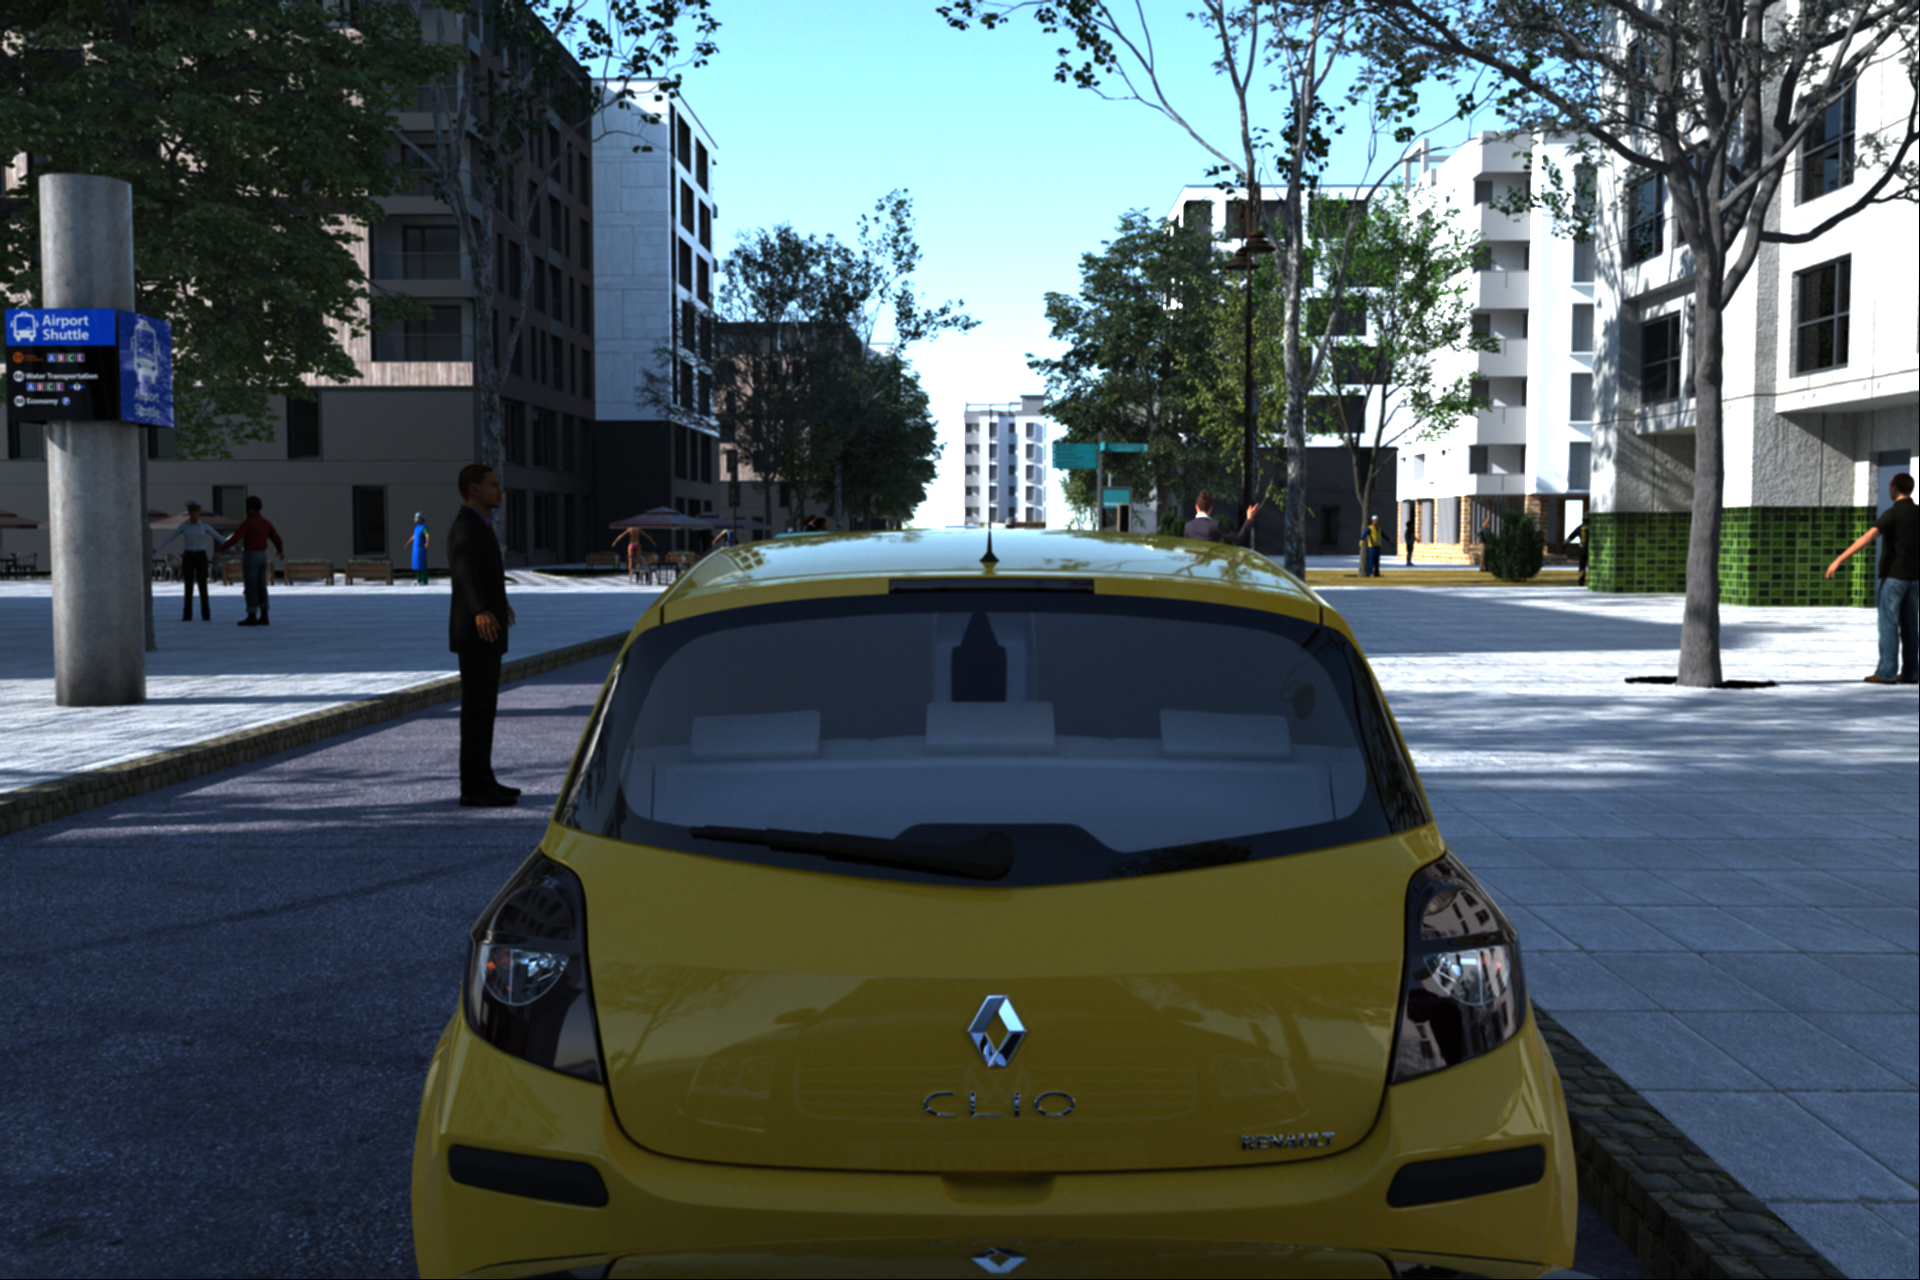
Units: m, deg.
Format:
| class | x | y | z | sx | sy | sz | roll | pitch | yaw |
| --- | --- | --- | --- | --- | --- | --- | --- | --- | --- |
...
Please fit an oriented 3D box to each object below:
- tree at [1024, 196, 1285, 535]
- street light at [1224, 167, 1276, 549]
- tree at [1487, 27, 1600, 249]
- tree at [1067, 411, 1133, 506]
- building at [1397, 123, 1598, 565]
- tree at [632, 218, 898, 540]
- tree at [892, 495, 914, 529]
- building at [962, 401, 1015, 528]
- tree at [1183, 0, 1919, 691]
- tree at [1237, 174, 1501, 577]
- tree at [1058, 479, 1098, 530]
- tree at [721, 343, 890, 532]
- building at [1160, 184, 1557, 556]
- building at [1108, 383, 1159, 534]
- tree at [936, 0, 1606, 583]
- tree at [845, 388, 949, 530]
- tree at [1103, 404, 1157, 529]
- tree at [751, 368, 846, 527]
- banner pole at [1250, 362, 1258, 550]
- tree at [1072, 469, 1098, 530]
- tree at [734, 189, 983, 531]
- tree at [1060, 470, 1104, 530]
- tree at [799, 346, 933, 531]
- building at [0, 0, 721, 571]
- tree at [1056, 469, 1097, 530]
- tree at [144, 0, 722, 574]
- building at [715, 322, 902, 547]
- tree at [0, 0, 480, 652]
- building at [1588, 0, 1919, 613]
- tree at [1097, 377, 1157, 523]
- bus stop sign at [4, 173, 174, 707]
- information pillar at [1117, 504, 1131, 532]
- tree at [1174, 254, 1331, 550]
| class | x | y | z | sx | sy | sz | roll | pitch | yaw |
| --- | --- | --- | --- | --- | --- | --- | --- | --- | --- |
| tree | 7.577 | -9.716 | 65.516 | 9.857 | 13.997 | 8.962 | 0 | 3 | 0 |
| street light | 3.714 | -3.031 | 22.348 | 0.468 | 5.910 | 1.993 | 0 | 4 | 2 |
| tree | 25.562 | -12.605 | 61.984 | 12.611 | 20.169 | 13.585 | 0 | 3 | 0 |
| tree | 8.360 | -8.958 | 96.825 | 4.737 | 8.622 | 4.395 | 0 | 3 | 0 |
| building | 26.713 | -13.922 | 84.050 | 16.016 | 20.090 | 11.380 | 0 | 4 | 1 |
| tree | -7.540 | -9.637 | 67.941 | 12.009 | 13.543 | 11.850 | 0 | 3 | 0 |
| tree | -5.486 | -12.149 | 149.001 | 4.737 | 8.622 | 4.395 | 0 | 3 | 0 |
| building | 0.699 | -23.207 | 238.306 | 11.380 | 20.090 | 16.016 | 0 | 4 | -4 |
| tree | 6.281 | -6.348 | 14.163 | 12.009 | 13.543 | 11.850 | 0 | 3 | 0 |
| tree | 12.053 | -7.692 | 51.520 | 9.928 | 11.665 | 9.643 | 0 | 3 | 0 |
| tree | 18.409 | -19.987 | 237.163 | 12.009 | 13.543 | 11.850 | 0 | 3 | 0 |
| tree | -7.559 | -9.156 | 84.110 | 8.767 | 10.594 | 7.601 | 0 | 4 | 0 |
| building | 27.343 | -16.750 | 117.842 | 27.936 | 21.610 | 32.646 | 0 | 4 | 1 |
| building | 26.887 | -21.059 | 210.775 | 16.747 | 18.905 | 31.486 | 0 | 4 | 1 |
| tree | 5.651 | -10.806 | 32.571 | 12.611 | 20.169 | 13.585 | 0 | 3 | 0 |
| tree | -5.693 | -14.262 | 139.840 | 9.857 | 13.997 | 8.962 | 0 | 3 | 0 |
| tree | 8.118 | -8.444 | 88.420 | 4.360 | 8.622 | 3.978 | 0 | 3 | 0 |
| tree | -7.206 | -7.717 | 76.529 | 4.737 | 8.622 | 4.395 | 0 | 3 | 0 |
| banner pole | 4.229 | -2.144 | 25.079 | 0.401 | 3.779 | 0.863 | 0 | 4 | 1 |
| tree | 8.562 | -9.671 | 108.489 | 4.737 | 8.622 | 4.395 | 0 | 3 | 0 |
| tree | -5.543 | -14.598 | 94.565 | 12.611 | 20.169 | 13.585 | 0 | 3 | 0 |
| tree | 9.241 | -10.984 | 129.949 | 4.737 | 8.622 | 4.395 | 0 | 3 | 0 |
| tree | -6.483 | -12.903 | 117.621 | 9.857 | 13.997 | 8.962 | 0 | 3 | 0 |
| building | -27.033 | -14.194 | 76.051 | 27.936 | 21.610 | 32.646 | 0 | 4 | 1 |
| tree | 9.713 | -11.679 | 141.315 | 4.360 | 8.622 | 3.978 | 0 | 3 | 0 |
| tree | -9.978 | -10.765 | 31.904 | 12.611 | 20.169 | 13.585 | 0 | 3 | 0 |
| building | -21.015 | -20.753 | 183.289 | 27.936 | 21.610 | 32.646 | 0 | 4 | 2 |
| tree | -9.249 | -6.170 | 19.012 | 7.486 | 12.596 | 7.792 | 0 | 3 | 0 |
| building | 22.111 | -9.545 | 22.511 | 16.747 | 18.905 | 31.486 | 0 | 4 | 1 |
| tree | 8.003 | -8.066 | 82.236 | 4.737 | 8.622 | 4.395 | 0 | 3 | 0 |
| bus stop sign | -6.518 | -1.469 | 13.033 | 0.837 | 3.901 | 0.837 | 0 | 4 | 1 |
| information pillar | 3.990 | -2.307 | 42.209 | 0.304 | 2.012 | 0.304 | 0 | 4 | 1 |
| tree | 7.620 | -5.792 | 45.068 | 4.737 | 8.622 | 4.395 | 0 | 3 | 0 |
